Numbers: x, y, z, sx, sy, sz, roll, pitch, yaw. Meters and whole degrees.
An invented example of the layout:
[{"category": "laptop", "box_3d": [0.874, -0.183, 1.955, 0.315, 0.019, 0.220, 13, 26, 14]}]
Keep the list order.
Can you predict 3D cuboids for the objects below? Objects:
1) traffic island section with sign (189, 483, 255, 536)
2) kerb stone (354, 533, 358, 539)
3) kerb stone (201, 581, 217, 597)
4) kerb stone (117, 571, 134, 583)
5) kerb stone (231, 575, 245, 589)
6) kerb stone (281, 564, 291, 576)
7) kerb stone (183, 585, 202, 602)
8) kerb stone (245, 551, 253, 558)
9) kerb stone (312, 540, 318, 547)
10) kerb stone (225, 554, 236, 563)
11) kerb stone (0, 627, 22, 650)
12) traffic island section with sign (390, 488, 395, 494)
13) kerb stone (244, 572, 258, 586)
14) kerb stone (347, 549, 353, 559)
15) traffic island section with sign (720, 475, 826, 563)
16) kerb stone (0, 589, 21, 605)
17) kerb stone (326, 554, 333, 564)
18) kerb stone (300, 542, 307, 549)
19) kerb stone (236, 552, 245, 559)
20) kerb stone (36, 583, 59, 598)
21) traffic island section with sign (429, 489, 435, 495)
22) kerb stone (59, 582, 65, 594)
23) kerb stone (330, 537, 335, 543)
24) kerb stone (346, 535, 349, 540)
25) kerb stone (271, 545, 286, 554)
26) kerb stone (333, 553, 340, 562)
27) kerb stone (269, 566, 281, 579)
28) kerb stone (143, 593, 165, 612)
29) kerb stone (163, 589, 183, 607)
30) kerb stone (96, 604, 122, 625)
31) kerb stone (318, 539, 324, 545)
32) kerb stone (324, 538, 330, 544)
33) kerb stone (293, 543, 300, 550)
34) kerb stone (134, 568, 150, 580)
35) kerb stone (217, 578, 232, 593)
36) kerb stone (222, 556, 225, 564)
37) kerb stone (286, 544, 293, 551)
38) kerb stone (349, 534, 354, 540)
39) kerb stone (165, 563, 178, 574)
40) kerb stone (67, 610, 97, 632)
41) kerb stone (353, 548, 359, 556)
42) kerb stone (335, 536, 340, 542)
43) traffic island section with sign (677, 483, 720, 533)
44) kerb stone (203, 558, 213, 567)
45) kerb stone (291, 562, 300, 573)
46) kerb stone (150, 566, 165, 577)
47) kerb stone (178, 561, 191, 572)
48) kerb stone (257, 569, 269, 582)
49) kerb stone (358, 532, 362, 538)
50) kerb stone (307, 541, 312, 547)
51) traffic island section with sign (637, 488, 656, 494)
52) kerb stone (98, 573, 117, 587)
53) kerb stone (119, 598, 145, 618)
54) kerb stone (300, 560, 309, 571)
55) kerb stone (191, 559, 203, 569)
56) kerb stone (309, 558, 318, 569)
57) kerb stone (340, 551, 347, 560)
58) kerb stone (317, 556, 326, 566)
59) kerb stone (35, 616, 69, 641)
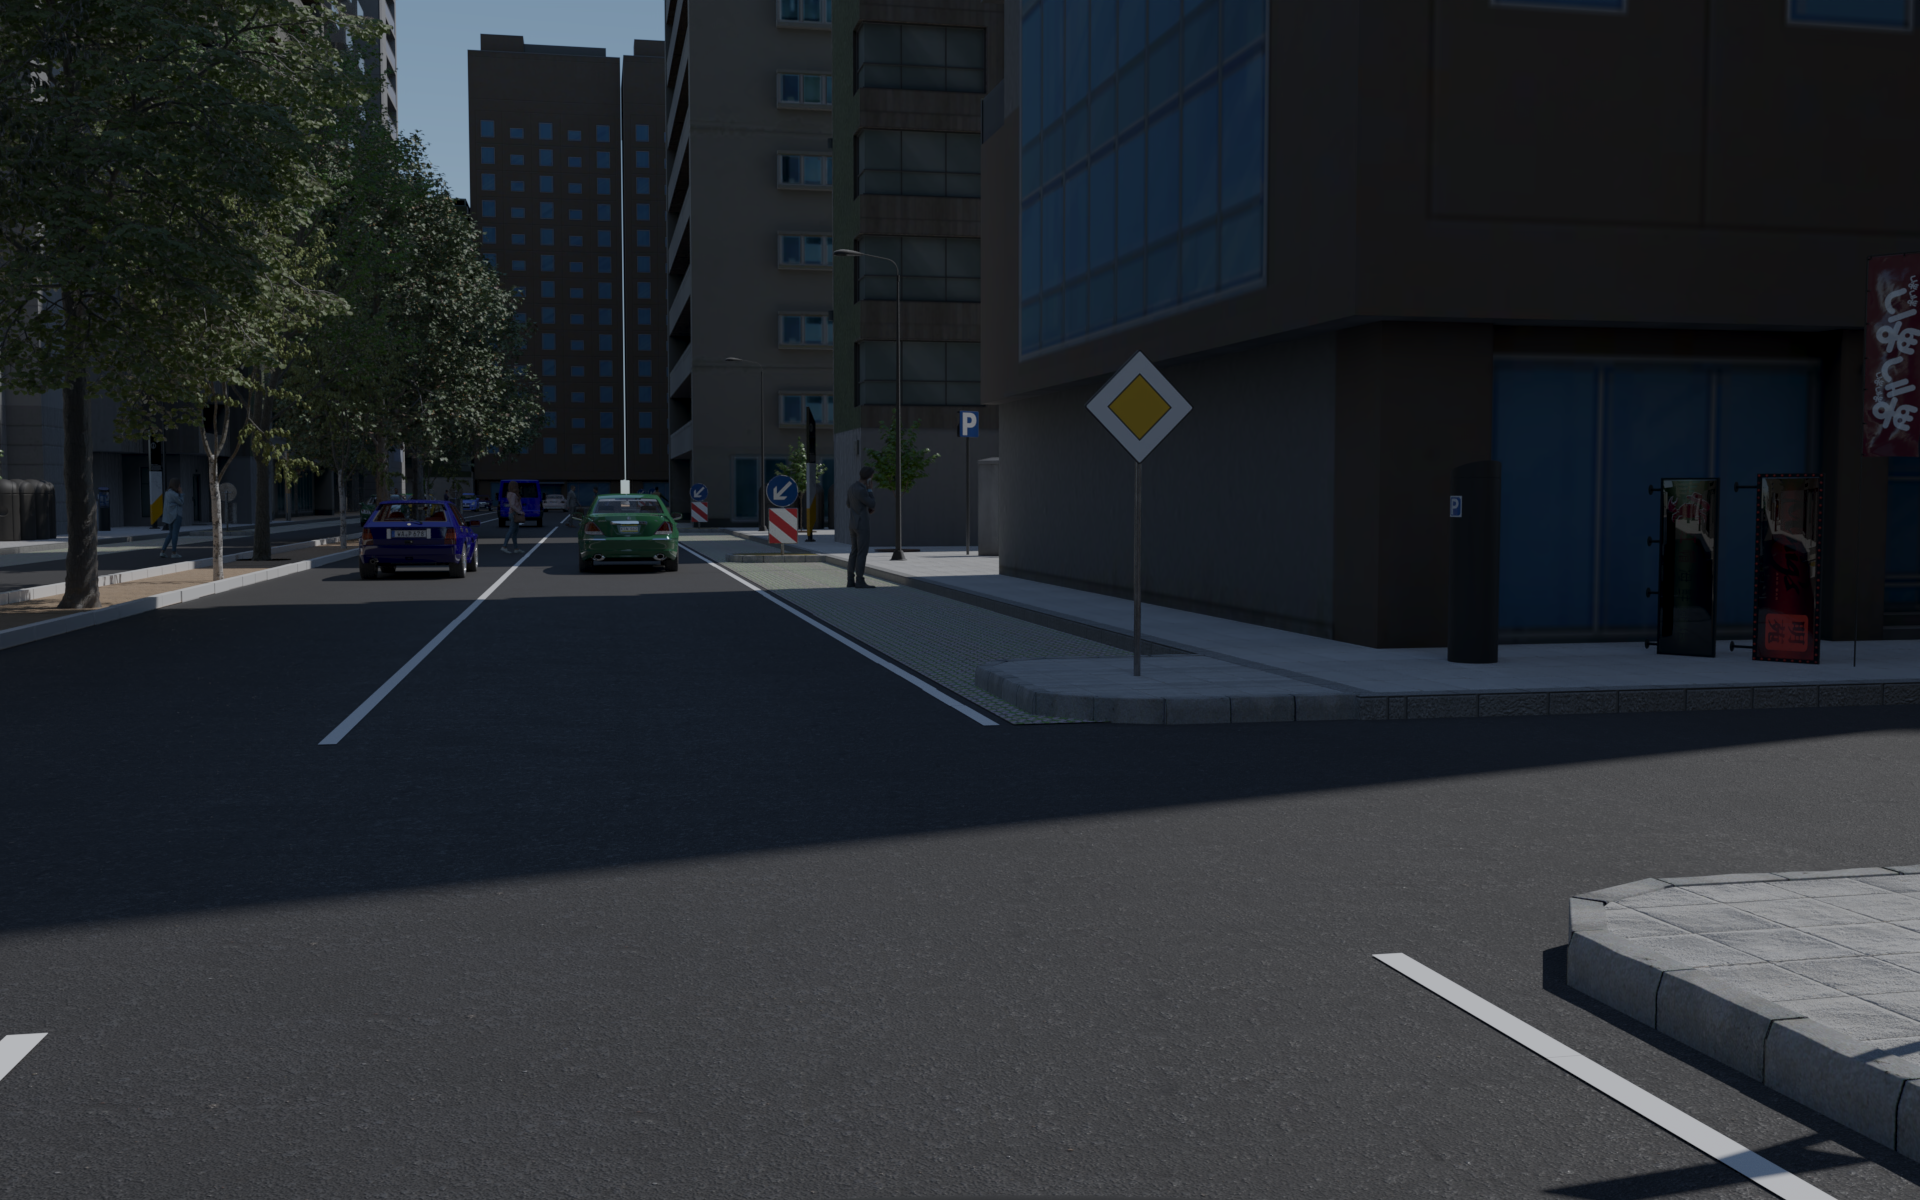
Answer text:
[{"category": "traffic island section with sign", "box_3d": [-25.233, -3.113, 59.527, 1.989, 1.847, 2.006, -1, 4, -12]}, {"category": "kerb stone", "box_3d": [-19.344, -2.010, 55.066, 0.120, 0.150, 1.000, -1, 4, -12]}, {"category": "kerb stone", "box_3d": [-10.675, -0.134, 24.398, 0.120, 0.150, 1.000, -1, 4, -12]}, {"category": "kerb stone", "box_3d": [-13.578, -0.353, 27.990, 0.120, 0.150, 1.000, -1, 4, -12]}, {"category": "kerb stone", "box_3d": [-11.100, -0.257, 26.399, 0.120, 0.150, 1.000, -1, 4, -12]}, {"category": "kerb stone", "box_3d": [-11.948, -0.501, 30.412, 0.120, 0.150, 1.000, -1, 4, -12]}, {"category": "kerb stone", "box_3d": [-10.455, -0.073, 23.396, 0.120, 0.150, 1.000, -1, 4, -12]}, {"category": "kerb stone", "box_3d": [-15.709, -0.967, 38.015, 0.120, 0.150, 1.000, -1, 4, -12]}, {"category": "kerb stone", "box_3d": [-17.637, -1.520, 47.047, 0.120, 0.150, 1.000, -1, 4, -12]}, {"category": "kerb stone", "box_3d": [-15.283, -0.839, 36.012, 0.120, 0.150, 1.000, -1, 4, -12]}, {"category": "kerb stone", "box_3d": [-8.966, 0.357, 16.361, 0.120, 0.150, 1.000, -1, 4, -12]}, {"category": "traffic island section with sign", "box_3d": [-35.686, -6.122, 108.716, 1.989, 1.847, 2.006, -1, 4, -12]}, {"category": "kerb stone", "box_3d": [-11.310, -0.318, 27.400, 0.120, 0.150, 1.000, -1, 4, -12]}, {"category": "kerb stone", "box_3d": [-13.661, -0.987, 38.441, 0.120, 0.150, 1.000, -1, 4, -12]}, {"category": "traffic island section with sign", "box_3d": [-3.953, -1.720, 36.756, 1.989, 1.847, 2.006, -1, 4, -12]}, {"category": "kerb stone", "box_3d": [-12.511, -0.047, 22.963, 0.120, 0.150, 1.000, -1, 4, -12]}, {"category": "kerb stone", "box_3d": [-13.017, -0.809, 35.422, 0.120, 0.150, 1.000, -1, 4, -12]}, {"category": "kerb stone", "box_3d": [-17.208, -1.398, 45.048, 0.120, 0.150, 1.000, -1, 4, -12]}, {"category": "kerb stone", "box_3d": [-15.504, -0.898, 37.010, 0.120, 0.150, 1.000, -1, 4, -12]}, {"category": "kerb stone", "box_3d": [-12.724, -0.104, 23.964, 0.120, 0.150, 1.000, -1, 4, -12]}, {"category": "traffic island section with sign", "box_3d": [-41.374, -7.757, 135.450, 1.989, 1.847, 2.006, -1, 4, -12]}, {"category": "kerb stone", "box_3d": [-12.944, -0.164, 24.971, 0.120, 0.150, 1.000, -1, 4, -12]}, {"category": "kerb stone", "box_3d": [-18.277, -1.704, 50.054, 0.120, 0.150, 1.000, -1, 4, -12]}, {"category": "kerb stone", "box_3d": [-18.919, -1.888, 53.057, 0.120, 0.150, 1.000, -1, 4, -12]}, {"category": "kerb stone", "box_3d": [-16.562, -1.213, 42.023, 0.120, 0.150, 1.000, -1, 4, -12]}, {"category": "kerb stone", "box_3d": [-13.232, -0.871, 36.431, 0.120, 0.150, 1.000, -1, 4, -12]}, {"category": "kerb stone", "box_3d": [-11.735, -0.441, 29.411, 0.120, 0.150, 1.000, -1, 4, -12]}, {"category": "kerb stone", "box_3d": [-10.033, 0.050, 21.378, 0.120, 0.150, 1.000, -1, 4, -12]}, {"category": "kerb stone", "box_3d": [-10.252, -0.011, 22.383, 0.120, 0.150, 1.000, -1, 4, -12]}, {"category": "kerb stone", "box_3d": [-9.597, 0.180, 19.371, 0.120, 0.150, 1.000, -1, 4, -12]}, {"category": "kerb stone", "box_3d": [-17.847, -1.582, 48.055, 0.120, 0.150, 1.000, -1, 4, -12]}, {"category": "kerb stone", "box_3d": [-18.063, -1.643, 49.054, 0.120, 0.150, 1.000, -1, 4, -12]}, {"category": "kerb stone", "box_3d": [-16.992, -1.336, 44.034, 0.120, 0.150, 1.000, -1, 4, -12]}, {"category": "kerb stone", "box_3d": [-13.795, -0.415, 28.996, 0.120, 0.150, 1.000, -1, 4, -12]}, {"category": "kerb stone", "box_3d": [-10.883, -0.196, 25.400, 0.120, 0.150, 1.000, -1, 4, -12]}, {"category": "kerb stone", "box_3d": [-15.070, -0.780, 35.012, 0.120, 0.150, 1.000, -1, 4, -12]}, {"category": "kerb stone", "box_3d": [-16.780, -1.274, 43.025, 0.120, 0.150, 1.000, -1, 4, -12]}, {"category": "kerb stone", "box_3d": [-19.128, -1.949, 54.061, 0.120, 0.150, 1.000, -1, 4, -12]}, {"category": "kerb stone", "box_3d": [-14.221, -0.534, 30.999, 0.120, 0.150, 1.000, -1, 4, -12]}, {"category": "kerb stone", "box_3d": [-9.390, 0.235, 18.366, 0.120, 0.150, 1.000, -1, 4, -12]}, {"category": "kerb stone", "box_3d": [-13.878, -1.055, 39.440, 0.120, 0.150, 1.000, -1, 4, -12]}, {"category": "kerb stone", "box_3d": [-18.478, -1.760, 51.057, 0.120, 0.150, 1.000, -1, 4, -12]}, {"category": "traffic island section with sign", "box_3d": [-9.866, -3.417, 64.499, 1.989, 1.847, 2.006, -1, 4, -12]}, {"category": "kerb stone", "box_3d": [-14.860, -0.722, 34.011, 0.120, 0.150, 1.000, -1, 4, -12]}, {"category": "kerb stone", "box_3d": [-12.165, -0.564, 31.415, 0.120, 0.150, 1.000, -1, 4, -12]}, {"category": "kerb stone", "box_3d": [-14.008, -0.477, 29.996, 0.120, 0.150, 1.000, -1, 4, -12]}, {"category": "kerb stone", "box_3d": [-14.433, -0.600, 32.003, 0.120, 0.150, 1.000, -1, 4, -12]}, {"category": "kerb stone", "box_3d": [-11.525, -0.380, 28.407, 0.120, 0.150, 1.000, -1, 4, -12]}, {"category": "kerb stone", "box_3d": [-19.550, -2.072, 56.072, 0.120, 0.150, 1.000, -1, 4, -12]}, {"category": "kerb stone", "box_3d": [-17.428, -1.459, 46.046, 0.120, 0.150, 1.000, -1, 4, -12]}, {"category": "traffic island section with sign", "box_3d": [-25.566, -7.936, 138.380, 1.989, 1.847, 2.006, -1, 4, -12]}, {"category": "kerb stone", "box_3d": [-13.376, -0.291, 26.983, 0.120, 0.150, 1.000, -1, 4, -12]}, {"category": "kerb stone", "box_3d": [-9.813, 0.112, 20.374, 0.120, 0.150, 1.000, -1, 4, -12]}, {"category": "kerb stone", "box_3d": [-12.374, -0.618, 32.417, 0.120, 0.150, 1.000, -1, 4, -12]}, {"category": "kerb stone", "box_3d": [-14.647, -0.661, 33.005, 0.120, 0.150, 1.000, -1, 4, -12]}, {"category": "kerb stone", "box_3d": [-12.584, -0.684, 33.417, 0.120, 0.150, 1.000, -1, 4, -12]}, {"category": "kerb stone", "box_3d": [-13.451, -0.932, 37.441, 0.120, 0.150, 1.000, -1, 4, -12]}, {"category": "kerb stone", "box_3d": [-12.794, -0.748, 34.424, 0.120, 0.150, 1.000, -1, 4, -12]}, {"category": "kerb stone", "box_3d": [-9.176, 0.296, 17.362, 0.120, 0.150, 1.000, -1, 4, -12]}]
